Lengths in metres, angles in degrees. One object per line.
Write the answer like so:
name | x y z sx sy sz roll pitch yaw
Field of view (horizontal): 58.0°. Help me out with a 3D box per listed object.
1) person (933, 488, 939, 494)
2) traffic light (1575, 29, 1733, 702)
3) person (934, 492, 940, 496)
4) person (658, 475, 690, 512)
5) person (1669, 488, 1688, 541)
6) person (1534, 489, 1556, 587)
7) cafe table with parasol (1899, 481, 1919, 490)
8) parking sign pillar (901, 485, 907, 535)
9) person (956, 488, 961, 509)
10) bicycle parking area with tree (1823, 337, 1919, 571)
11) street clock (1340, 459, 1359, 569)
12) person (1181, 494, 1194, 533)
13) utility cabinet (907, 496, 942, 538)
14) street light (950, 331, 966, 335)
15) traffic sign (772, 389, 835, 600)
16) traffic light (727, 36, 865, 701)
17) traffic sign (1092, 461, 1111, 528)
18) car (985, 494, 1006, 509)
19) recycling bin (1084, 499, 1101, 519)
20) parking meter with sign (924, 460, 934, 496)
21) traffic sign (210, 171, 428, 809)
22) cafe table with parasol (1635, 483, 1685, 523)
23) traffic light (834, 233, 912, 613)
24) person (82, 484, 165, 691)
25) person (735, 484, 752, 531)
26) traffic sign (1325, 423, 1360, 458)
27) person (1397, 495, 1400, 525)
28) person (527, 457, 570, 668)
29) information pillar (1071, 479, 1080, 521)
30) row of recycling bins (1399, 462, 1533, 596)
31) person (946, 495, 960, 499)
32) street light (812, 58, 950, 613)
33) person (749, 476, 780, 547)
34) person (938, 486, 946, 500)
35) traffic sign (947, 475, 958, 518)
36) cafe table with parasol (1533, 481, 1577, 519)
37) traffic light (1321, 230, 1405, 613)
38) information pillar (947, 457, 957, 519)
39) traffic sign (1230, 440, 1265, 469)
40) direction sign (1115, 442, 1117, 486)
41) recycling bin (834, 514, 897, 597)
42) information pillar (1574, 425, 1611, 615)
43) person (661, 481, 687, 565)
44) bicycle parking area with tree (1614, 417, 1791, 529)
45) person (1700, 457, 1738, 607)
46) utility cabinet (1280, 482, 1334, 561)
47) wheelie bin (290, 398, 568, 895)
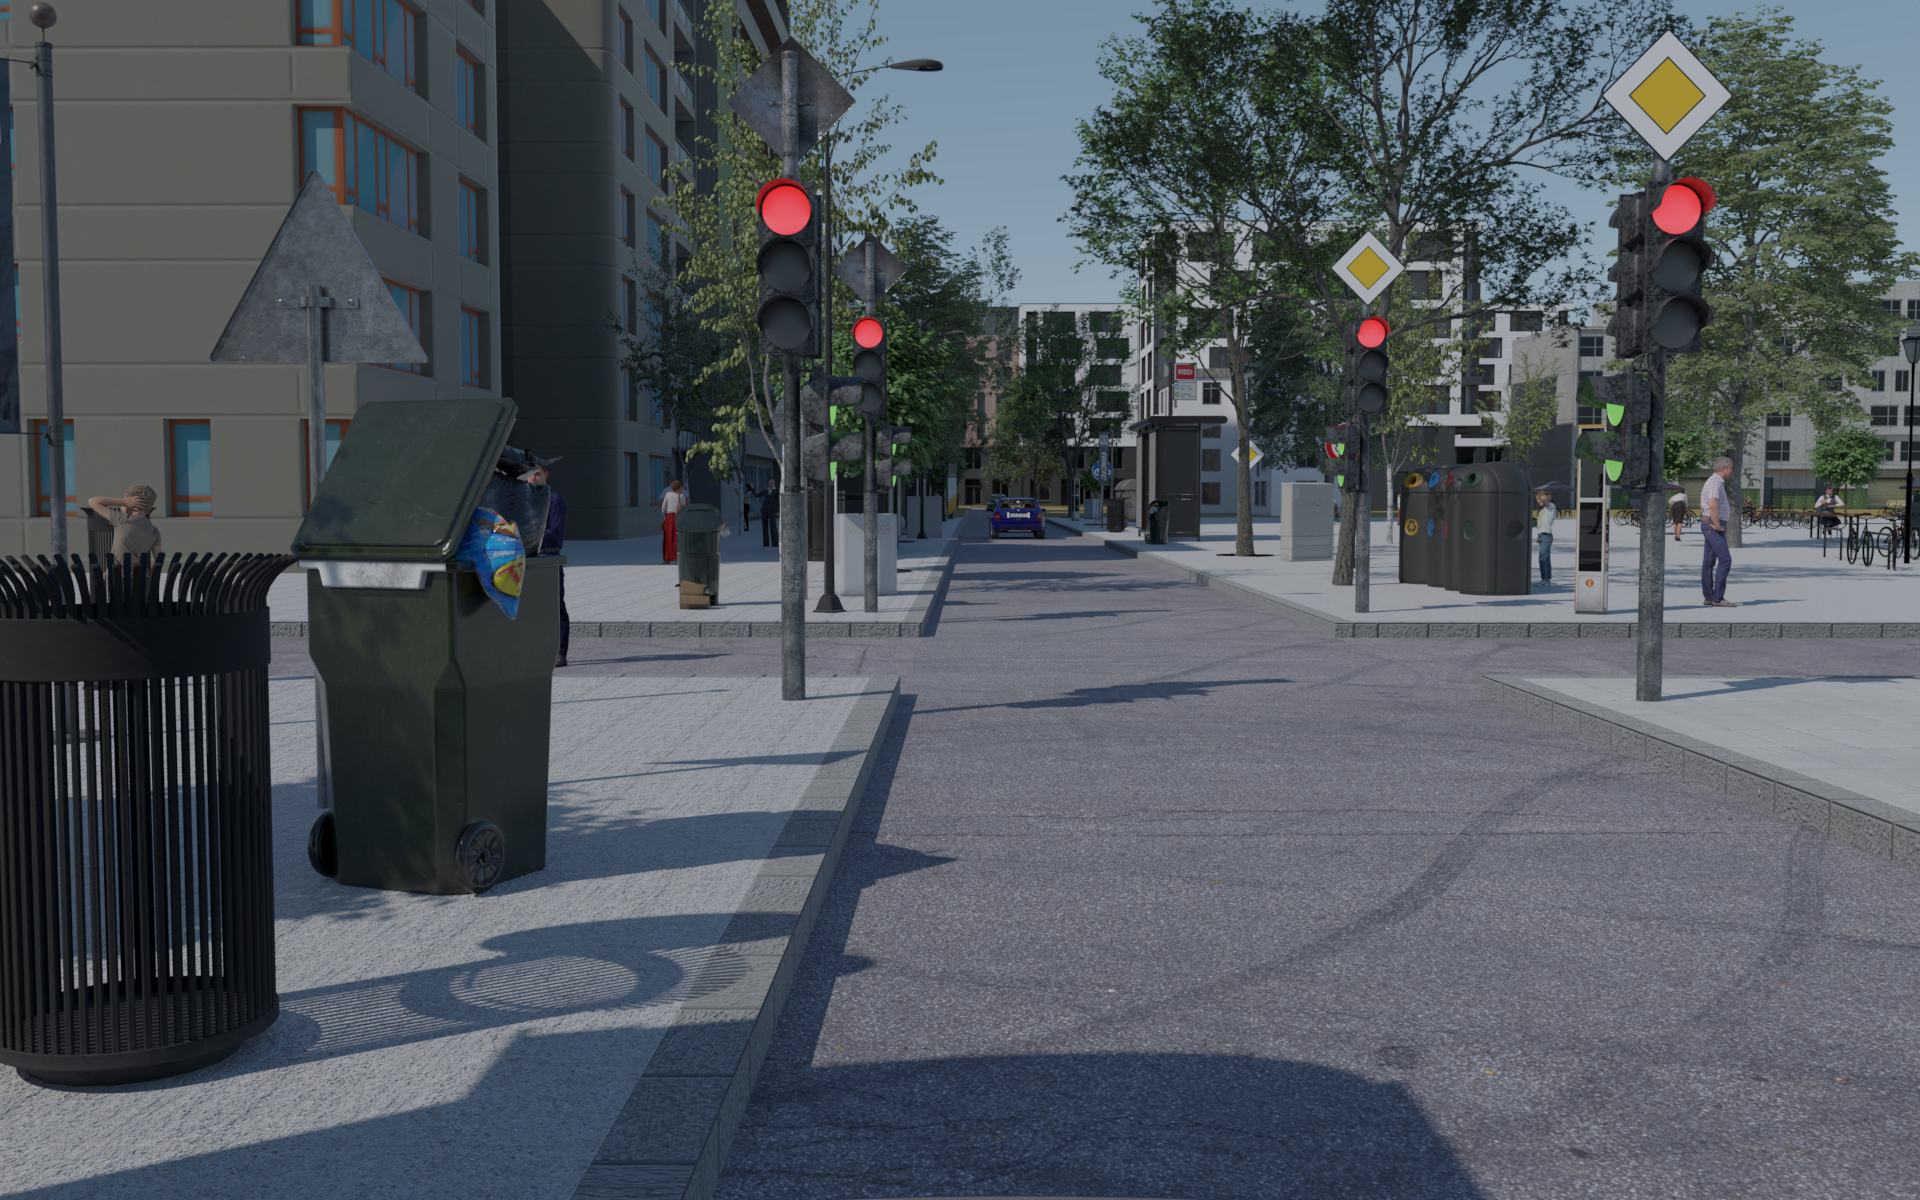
person | -1.683 -7.263 125.249 0.568 1.767 0.683 -3 5 -44
traffic light | 4.262 -1.329 10.650 0.839 4.253 0.868 0 4 1
person | -0.882 -3.440 66.195 0.340 1.345 0.435 -1 4 -20
person | -6.508 -1.979 39.340 0.756 1.711 0.436 -1 4 -18
person | 19.589 -2.317 47.114 0.628 1.438 0.799 0 4 0
person | 8.123 -0.867 24.131 0.340 1.345 0.435 0 4 -2
cafe table with parasol | 32.915 -3.246 57.937 2.610 1.966 2.610 3 4 36
parking sign pillar | -2.070 -4.025 54.283 1.447 3.967 1.447 1 4 12
person | -0.236 -8.965 152.638 0.705 1.823 1.348 2 4 25
bicycle parking area with tree | 20.006 -2.701 31.158 8.231 4.147 9.016 2 4 31
street clock | 6.713 -1.545 29.838 0.358 2.002 0.471 0 4 -2
person | 7.571 -3.110 57.553 0.551 1.740 0.621 3 4 36
utility cabinet | -1.042 -2.419 50.720 1.020 1.237 0.306 0 3 0
street light | -0.544 -4.701 49.408 1.470 5.913 1.316 0 4 1
traffic sign | -1.894 -1.278 21.000 0.768 2.556 0.104 0 4 2
traffic light | -1.019 -1.331 10.683 0.839 4.253 0.868 0 4 1
traffic sign | 5.368 -3.987 65.297 0.768 2.556 0.104 1 4 8
car | 3.145 -8.160 145.219 2.131 1.459 4.920 0 4 0
recycling bin | 6.836 -4.661 88.763 0.722 1.027 0.722 -3 4 -39
parking meter with sign | -2.094 -5.565 87.248 0.543 3.016 1.738 3 5 40
traffic sign | -2.596 -0.429 7.014 0.884 2.594 0.081 0 4 1
cafe table with parasol | 30.245 -4.293 75.061 2.610 1.966 2.610 -1 4 -19
traffic light | -0.946 -1.819 18.667 0.839 4.253 0.868 0 4 1
person | -5.519 -0.090 11.420 0.340 1.345 0.435 1 4 22
person | -7.492 -3.201 59.846 0.566 1.644 0.517 2 4 30
traffic sign | 6.930 -1.894 31.075 0.768 2.556 0.104 1 4 9
person | 18.075 -3.733 70.984 0.340 1.345 0.435 -3 5 -42
person | -3.531 -0.317 14.380 0.576 1.737 0.504 2 4 23
information pillar | 5.481 -4.747 82.108 0.304 2.012 0.304 -1 4 -23
row of recycling bins | 6.848 -1.003 23.513 1.069 1.692 3.534 0 4 -2
person | -0.503 -7.314 126.351 1.217 1.735 0.721 -2 4 -33
street light | -0.877 -2.819 18.638 1.470 5.913 1.316 0 4 1
person | -4.722 -2.147 41.953 0.742 1.727 0.445 -1 4 -20
person | -1.213 -6.393 110.580 0.705 1.822 1.348 1 4 16
traffic sign | -0.390 -5.404 90.483 0.606 2.300 0.079 0 4 1
cafe table with parasol | 31.203 -5.259 90.856 2.610 1.966 2.610 -2 4 -32
traffic light | 4.335 -1.817 18.635 0.839 4.253 0.868 0 4 1
information pillar | -0.419 -5.947 88.583 0.504 3.616 0.183 -2 4 -25
traffic sign | 6.695 -2.478 40.252 0.795 2.593 0.064 0 4 2
direction sign | 6.882 -5.156 76.297 0.379 3.537 0.876 0 4 8
recycling bin | -1.213 -0.581 22.061 0.722 1.027 0.722 -1 4 -12
information pillar | 6.763 -0.857 18.500 0.304 2.012 0.304 2 4 28
person | -5.172 -1.396 31.342 0.523 1.526 0.387 0 4 8
bicycle parking area with tree | 29.649 -4.899 67.095 9.016 4.147 8.231 2 4 32
person | 8.722 -0.788 19.866 0.436 1.711 0.756 2 4 28
utility cabinet | 6.672 -1.500 33.202 1.173 1.500 0.318 -3 4 -37
wheelie bin | -1.769 0.128 5.812 0.980 1.594 0.693 1 4 23
